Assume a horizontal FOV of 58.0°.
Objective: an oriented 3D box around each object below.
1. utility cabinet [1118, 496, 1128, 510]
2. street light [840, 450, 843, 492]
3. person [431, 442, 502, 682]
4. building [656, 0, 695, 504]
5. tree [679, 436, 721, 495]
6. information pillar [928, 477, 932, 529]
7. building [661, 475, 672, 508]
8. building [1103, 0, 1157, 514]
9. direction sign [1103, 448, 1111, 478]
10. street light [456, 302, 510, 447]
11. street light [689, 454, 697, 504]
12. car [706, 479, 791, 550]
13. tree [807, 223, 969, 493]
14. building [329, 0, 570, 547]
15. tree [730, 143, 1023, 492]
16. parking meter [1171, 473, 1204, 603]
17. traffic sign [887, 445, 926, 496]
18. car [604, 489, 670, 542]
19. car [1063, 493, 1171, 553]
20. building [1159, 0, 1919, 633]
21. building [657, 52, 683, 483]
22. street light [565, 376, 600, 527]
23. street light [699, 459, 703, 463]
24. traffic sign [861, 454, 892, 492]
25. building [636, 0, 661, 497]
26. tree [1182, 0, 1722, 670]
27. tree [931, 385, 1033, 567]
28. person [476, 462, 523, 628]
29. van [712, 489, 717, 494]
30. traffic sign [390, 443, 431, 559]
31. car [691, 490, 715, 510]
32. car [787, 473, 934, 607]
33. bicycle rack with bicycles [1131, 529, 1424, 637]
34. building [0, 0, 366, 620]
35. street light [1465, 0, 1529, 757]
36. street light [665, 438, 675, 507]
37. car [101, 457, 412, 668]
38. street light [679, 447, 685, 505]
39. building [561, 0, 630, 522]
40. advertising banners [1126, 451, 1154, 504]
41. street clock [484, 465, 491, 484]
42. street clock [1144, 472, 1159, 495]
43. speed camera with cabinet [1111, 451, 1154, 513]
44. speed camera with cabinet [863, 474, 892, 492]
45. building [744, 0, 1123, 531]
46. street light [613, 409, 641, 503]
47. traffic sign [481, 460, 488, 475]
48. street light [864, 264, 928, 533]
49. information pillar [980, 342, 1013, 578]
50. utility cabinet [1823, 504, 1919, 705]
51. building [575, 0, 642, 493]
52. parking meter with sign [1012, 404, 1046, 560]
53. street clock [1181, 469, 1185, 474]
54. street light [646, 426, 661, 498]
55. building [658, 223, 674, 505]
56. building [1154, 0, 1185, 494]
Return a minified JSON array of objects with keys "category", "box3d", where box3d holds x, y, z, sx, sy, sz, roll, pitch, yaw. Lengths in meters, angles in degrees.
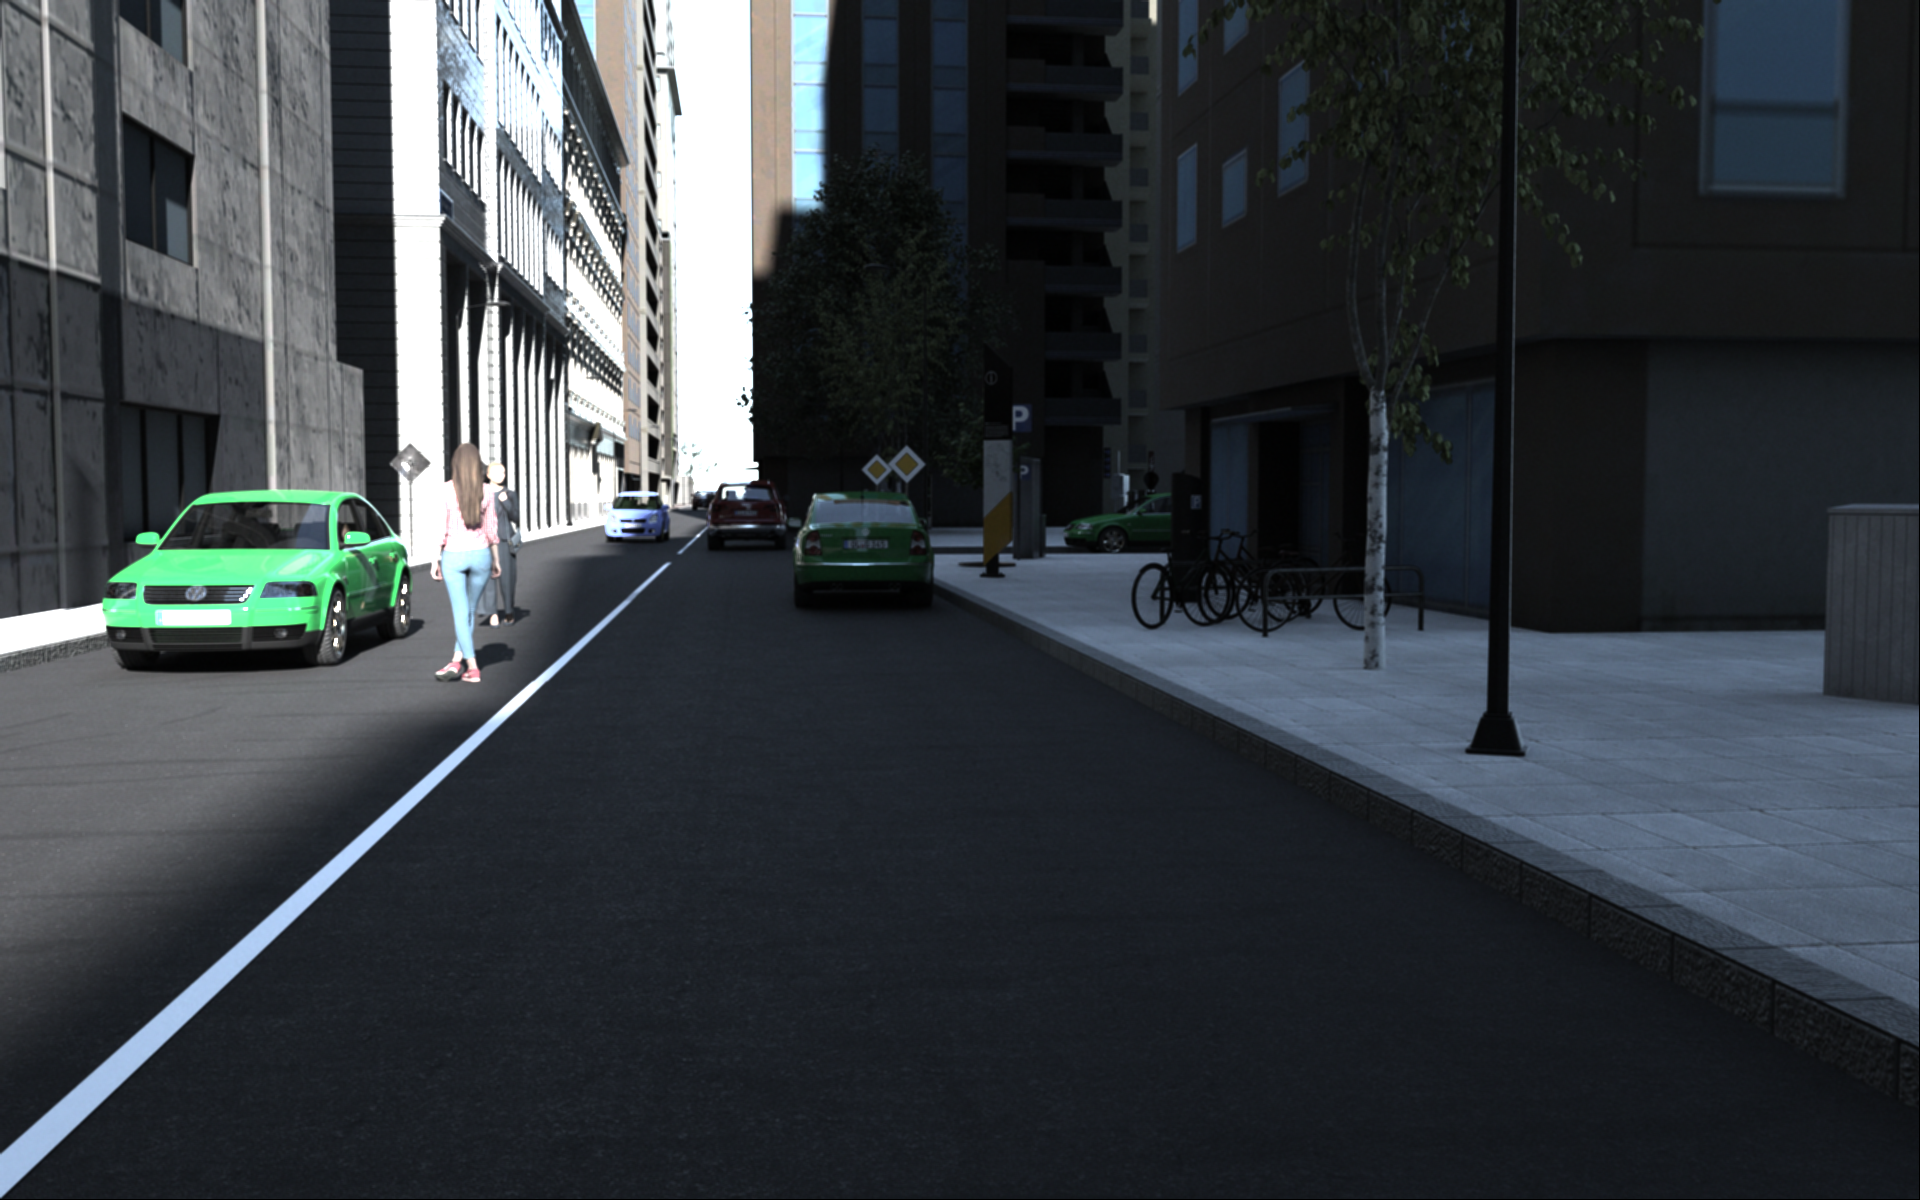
[{"category":"utility cabinet","box3d":[7.135,-3.886,74.694,0.306,1.237,1.020,2,4,27]},{"category":"street light","box3d":[-4.986,-5.652,64.956,1.470,5.913,1.316,0,4,-7]},{"category":"person","box3d":[-3.761,-0.289,13.237,0.388,1.821,0.555,3,5,45]},{"category":"building","box3d":[-49.884,-49.963,255.152,20.563,71.187,20.611,0,4,-7]},{"category":"tree","box3d":[-41.735,-20.684,272.598,8.767,10.594,7.601,0,4,-6]},{"category":"information pillar","box3d":[-1.177,-3.565,62.783,0.304,2.012,0.304,0,4,3]},{"category":"building","box3d":[-43.653,-28.749,161.931,32.217,40.220,23.993,0,4,-7]},{"category":"building","box3d":[0.484,-27.494,104.157,22.147,44.769,28.867,0,4,-7]},{"category":"direction sign","box3d":[6.937,-5.679,84.847,0.876,3.537,0.379,0,4,2]},{"category":"street light","box3d":[-11.544,-4.240,41.863,1.470,5.913,1.316,0,4,-7]},{"category":"street light","box3d":[-31.465,-13.946,200.558,1.470,5.913,1.316,0,4,-7]},{"category":"car","box3d":[-5.644,-2.296,46.210,2.281,1.827,5.304,0,4,-5]},{"category":"tree","box3d":[-1.883,-5.868,46.312,4.737,8.622,4.395,0,3,0]},{"category":"building","box3d":[-19.600,-16.965,54.878,11.434,29.767,29.804,0,4,-7]},{"category":"tree","box3d":[-2.778,-8.543,56.685,9.611,12.733,9.660,0,3,0]},{"category":"parking meter","box3d":[2.697,-0.746,20.610,0.372,1.533,0.369,0,3,0]},{"category":"traffic sign","box3d":[-1.084,-1.935,35.279,0.795,2.450,0.064,0,4,-7]},{"category":"car","box3d":[-9.780,-2.633,52.638,1.945,1.707,3.694,0,4,-5]},{"category":"car","box3d":[4.825,-2.000,41.498,4.718,1.807,1.959,-1,4,-8]},{"category":"building","box3d":[11.110,-22.747,22.024,14.600,45.320,14.200,0,4,-7]},{"category":"building","box3d":[-48.366,-37.990,210.373,28.713,52.752,27.495,0,4,-7]},{"category":"street light","box3d":[-14.891,-5.860,68.350,1.470,5.913,1.316,0,4,-7]},{"category":"street light","box3d":[-34.795,-15.554,226.852,1.470,5.913,1.316,0,4,-7]},{"category":"traffic sign","box3d":[-2.073,-2.420,43.203,0.795,2.450,0.064,0,4,-7]},{"category":"building","box3d":[-35.565,-31.535,139.298,21.300,48.544,21.600,0,4,-7]},{"category":"tree","box3d":[3.280,-3.797,12.441,4.737,8.622,4.395,0,3,0]},{"category":"tree","box3d":[0.474,-2.223,30.949,1.663,3.219,1.824,0,3,0]},{"category":"person","box3d":[-5.017,-0.598,18.692,0.576,1.772,0.534,-1,4,-21]},{"category":"van","box3d":[-24.809,-10.193,173.672,2.013,2.044,4.112,0,4,-6]},{"category":"traffic sign","box3d":[-10.806,-1.862,34.090,0.795,2.450,0.064,0,4,-7]},{"category":"car","box3d":[-23.119,-9.047,156.592,2.281,1.827,5.304,0,4,-6]},{"category":"car","box3d":[-1.367,-0.898,23.477,1.959,1.807,4.718,0,4,-5]},{"category":"bicycle rack with bicycles","box3d":[2.967,-0.206,16.747,2.925,0.926,2.852,-2,4,-24]},{"category":"building","box3d":[-20.693,-35.624,20.698,20.611,71.187,20.563,0,4,-7]},{"category":"street light","box3d":[2.140,-2.193,8.392,1.470,5.913,1.316,0,4,-7]},{"category":"street light","box3d":[-24.415,-10.494,144.119,1.470,5.913,1.316,0,4,-7]},{"category":"car","box3d":[-6.220,-0.423,15.718,1.959,1.807,4.718,0,4,-7]},{"category":"street light","box3d":[-27.747,-12.104,170.440,1.470,5.913,1.316,0,4,-7]},{"category":"building","box3d":[-27.172,-19.248,91.116,17.030,29.872,44.131,0,4,-7]},{"category":"advertising banners","box3d":[7.449,-4.587,71.192,0.090,3.025,2.074,-2,4,-28]},{"category":"street clock","box3d":[-11.830,-2.358,43.123,0.358,2.002,0.471,0,4,-3]},{"category":"street clock","box3d":[6.203,-3.160,56.232,0.471,2.002,0.358,1,4,12]},{"category":"speed camera with cabinet","box3d":[7.938,-5.204,79.426,2.038,3.252,0.660,3,4,36]},{"category":"speed camera with cabinet","box3d":[-3.047,-4.279,64.299,0.660,3.252,2.038,1,4,13]},{"category":"building","box3d":[-1.724,-25.772,71.478,14.600,45.320,14.200,0,4,-7]},{"category":"street light","box3d":[-18.324,-7.467,94.631,1.470,5.913,1.316,0,4,-7]},{"category":"traffic sign","box3d":[-11.795,-2.347,42.014,0.795,2.450,0.064,0,4,-7]},{"category":"street light","box3d":[-1.245,-3.833,35.210,1.470,5.913,1.316,0,4,-7]},{"category":"information pillar","box3d":[0.571,-2.155,26.585,0.504,3.616,0.183,2,4,32]},{"category":"utility cabinet","box3d":[5.879,0.031,10.654,0.306,1.237,1.020,-2,4,-32]},{"category":"building","box3d":[-30.091,-28.862,121.997,14.600,45.320,14.200,0,4,-7]},{"category":"parking meter with sign","box3d":[1.345,-2.335,34.436,0.543,3.016,1.738,1,4,14]},{"category":"street clock","box3d":[6.523,-2.749,49.512,0.471,2.002,0.358,-1,4,-13]},{"category":"street light","box3d":[-21.190,-8.885,117.812,1.470,5.913,1.316,0,4,-7]},{"category":"building","box3d":[-37.605,-25.103,182.142,14.160,30.474,14.107,0,4,-7]},{"category":"building","box3d":[17.755,-26.464,56.391,21.600,48.544,21.300,0,4,-7]}]
